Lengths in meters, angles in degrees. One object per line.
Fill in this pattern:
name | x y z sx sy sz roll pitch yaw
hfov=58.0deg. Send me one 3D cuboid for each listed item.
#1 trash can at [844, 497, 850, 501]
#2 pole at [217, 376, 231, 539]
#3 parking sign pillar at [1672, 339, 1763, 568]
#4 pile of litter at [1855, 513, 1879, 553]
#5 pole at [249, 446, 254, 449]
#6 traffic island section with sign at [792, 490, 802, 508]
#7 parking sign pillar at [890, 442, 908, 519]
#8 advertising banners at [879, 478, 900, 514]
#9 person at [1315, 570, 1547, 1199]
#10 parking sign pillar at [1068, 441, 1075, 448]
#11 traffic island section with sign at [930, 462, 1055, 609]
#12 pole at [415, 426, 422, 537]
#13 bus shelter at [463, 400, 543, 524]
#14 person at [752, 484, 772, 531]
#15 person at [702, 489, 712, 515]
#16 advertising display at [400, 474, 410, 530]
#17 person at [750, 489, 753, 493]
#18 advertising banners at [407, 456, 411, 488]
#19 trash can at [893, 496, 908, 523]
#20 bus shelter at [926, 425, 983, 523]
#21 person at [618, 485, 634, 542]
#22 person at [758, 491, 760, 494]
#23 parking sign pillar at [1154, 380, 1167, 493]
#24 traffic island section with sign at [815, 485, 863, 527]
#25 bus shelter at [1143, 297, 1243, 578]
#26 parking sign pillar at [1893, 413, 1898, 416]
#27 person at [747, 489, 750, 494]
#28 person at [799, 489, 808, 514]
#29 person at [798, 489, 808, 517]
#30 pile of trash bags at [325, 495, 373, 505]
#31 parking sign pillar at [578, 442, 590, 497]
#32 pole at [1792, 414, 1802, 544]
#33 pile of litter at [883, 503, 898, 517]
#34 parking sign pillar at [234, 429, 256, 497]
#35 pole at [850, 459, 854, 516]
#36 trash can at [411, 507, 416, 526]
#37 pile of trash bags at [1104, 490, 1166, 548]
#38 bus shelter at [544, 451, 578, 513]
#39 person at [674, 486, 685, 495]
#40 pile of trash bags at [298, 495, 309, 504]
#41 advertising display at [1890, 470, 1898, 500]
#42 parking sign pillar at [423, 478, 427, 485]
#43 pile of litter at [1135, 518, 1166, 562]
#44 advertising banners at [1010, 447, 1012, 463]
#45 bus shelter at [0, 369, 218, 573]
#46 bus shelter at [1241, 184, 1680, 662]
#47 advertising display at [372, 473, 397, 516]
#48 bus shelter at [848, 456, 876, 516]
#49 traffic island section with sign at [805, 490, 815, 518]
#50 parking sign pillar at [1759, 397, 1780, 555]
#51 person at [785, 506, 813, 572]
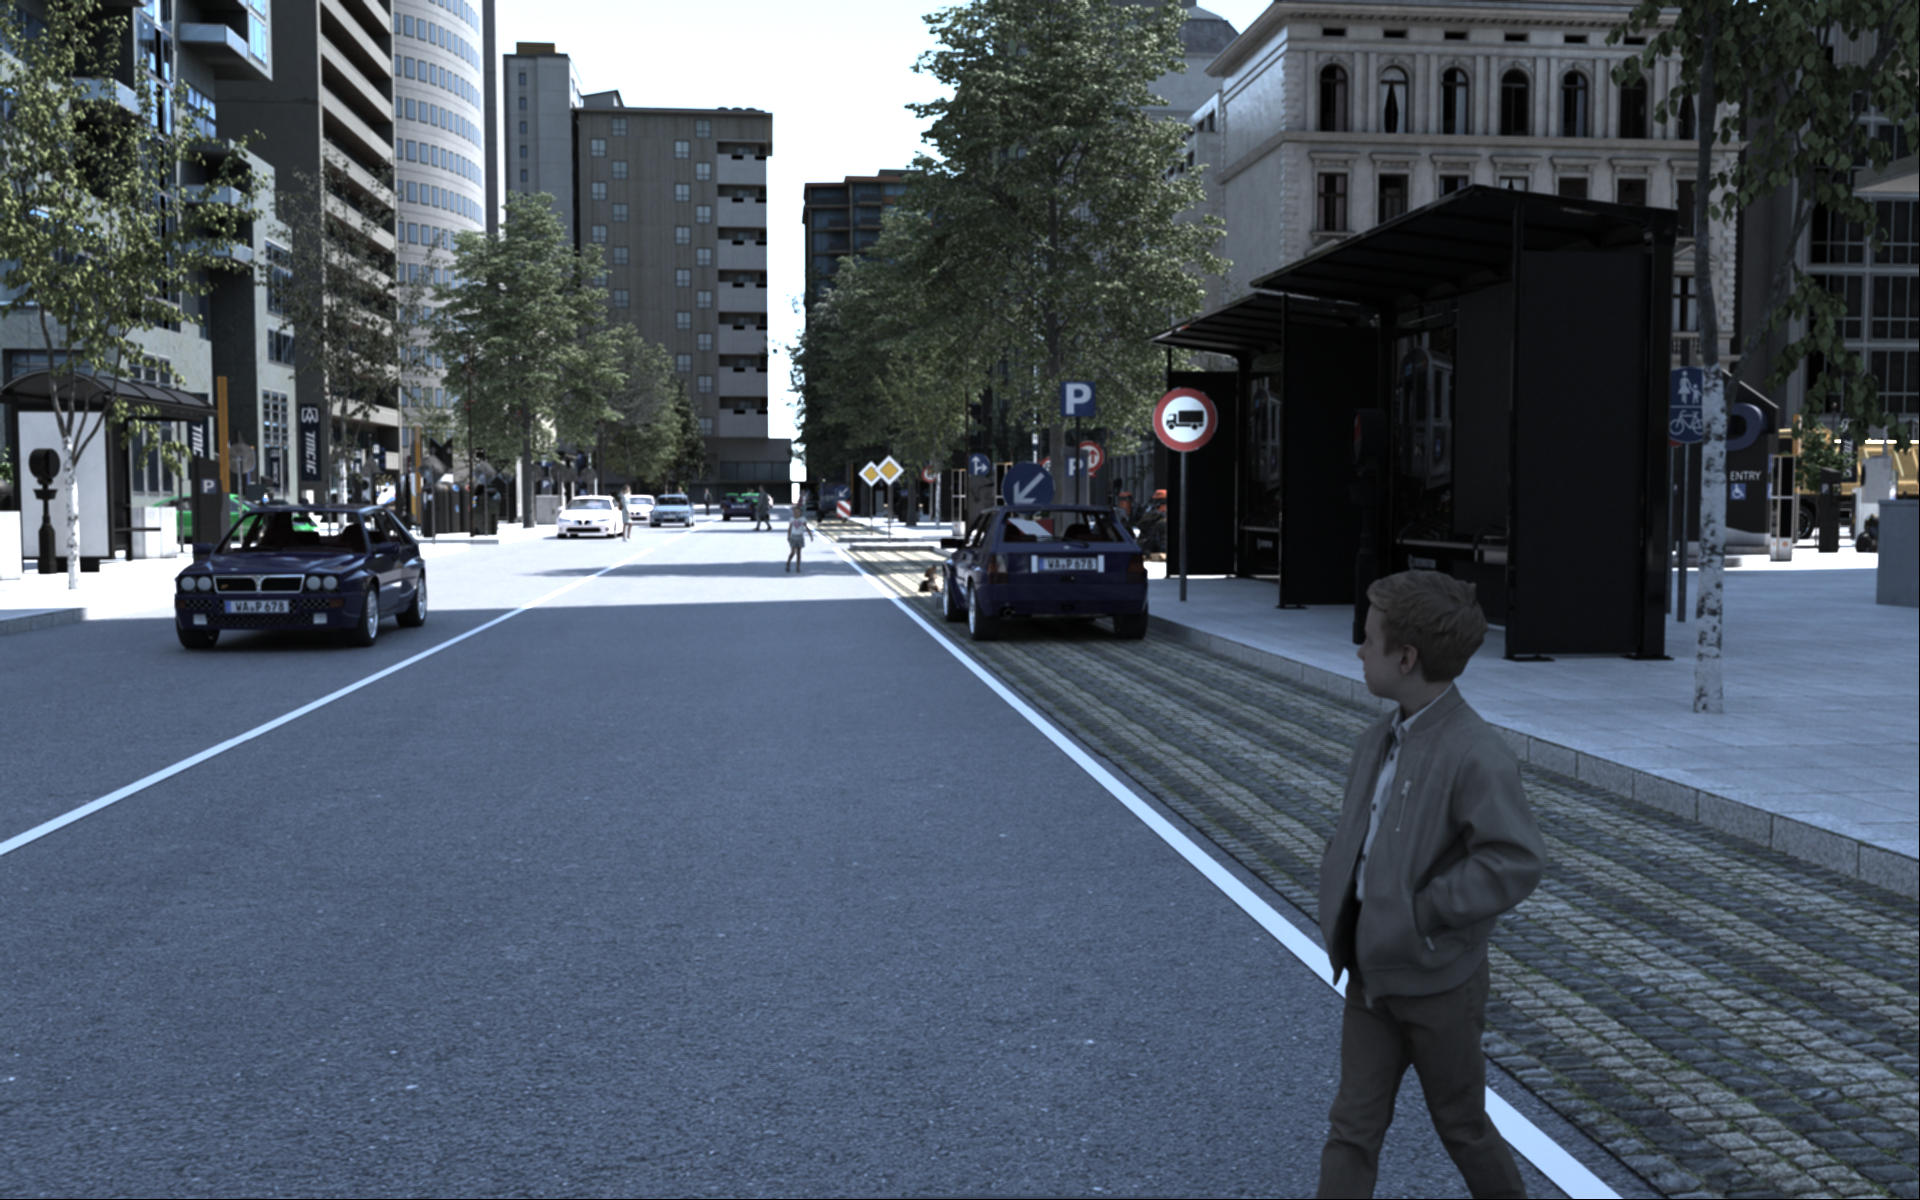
trash can | -8.117 -6.822 123.188 0.748 1.137 0.748 0 3 0
pole | -12.793 -2.219 30.117 0.158 3.312 0.155 0 3 0
parking sign pillar | 13.101 -2.575 30.571 1.447 3.967 1.447 3 5 40
pile of litter | 20.358 -1.471 38.021 1.719 0.858 1.176 -2 4 -29
pole | -30.300 -4.912 74.152 0.158 3.312 0.155 0 3 0
traffic island section with sign | -13.659 -8.856 153.424 1.989 1.847 2.006 0 4 -6
parking sign pillar | -2.873 -6.162 89.225 1.447 3.967 1.447 0 4 -2
advertising banners | -4.379 -6.948 109.789 2.074 3.025 0.090 -3 5 -40
person | 0.800 0.599 2.975 0.640 1.303 0.475 -2 4 -35
parking sign pillar | 5.702 -6.027 87.012 1.447 3.967 1.447 -2 4 -28
traffic island section with sign | 0.651 -0.817 21.987 1.989 1.847 2.006 0 4 -6
pole | -16.236 -3.552 51.919 0.158 3.312 0.155 0 3 0
bus shelter | -20.150 -6.011 75.913 2.179 5.291 8.768 0 4 -6
person | -7.752 -3.617 67.735 0.767 1.812 0.694 1 4 8
person | -17.003 -6.562 116.190 0.661 1.777 0.834 1 4 17
advertising display | -17.833 -3.086 55.673 0.123 1.923 0.974 -2 4 -26
person | -14.186 -6.678 118.025 0.374 1.781 0.599 1 4 13
advertising banners | -25.636 -5.061 78.940 2.074 3.025 0.090 1 4 13
trash can | -2.461 -4.030 77.546 0.748 1.137 0.748 0 3 0
bus shelter | -0.460 -6.400 82.265 2.179 5.291 8.768 0 4 -6
person | -10.055 -2.607 52.121 0.522 1.701 0.512 -1 4 -15
person | -18.611 -9.274 160.794 0.551 1.740 0.621 3 5 42
parking sign pillar | 5.004 -3.253 41.663 1.447 3.967 1.447 1 4 18
traffic island section with sign | -5.302 -4.165 76.720 1.989 1.847 2.006 0 4 -6
bus shelter | 3.960 -1.962 23.359 1.731 3.624 6.357 0 4 -6
parking sign pillar | 31.500 -4.273 58.328 1.447 3.967 1.447 1 4 20
person | -13.675 -6.341 112.408 0.478 1.798 0.641 1 4 11
person | -11.352 -7.158 125.553 0.660 1.820 0.620 -1 4 -13
person | -8.232 -4.970 90.602 0.563 1.720 0.643 -3 4 -36
pile of trash bags | -26.710 -4.092 76.663 3.447 1.369 1.912 2 4 30
parking sign pillar | -18.123 -5.814 83.536 1.447 3.967 1.447 0 4 -7
pole | 21.365 -3.085 44.278 0.158 3.312 0.155 0 3 0
pile of litter | -3.626 -4.933 94.620 1.176 0.858 1.719 0 4 -2
parking sign pillar | -29.673 -5.107 71.978 1.447 3.967 1.447 0 4 -4
pole | -6.345 -6.615 101.994 0.158 3.312 0.155 0 3 0
trash can | -22.075 -3.571 70.047 0.748 1.137 0.748 0 3 0
pile of trash bags | 3.950 -1.683 37.273 1.912 1.369 3.447 1 4 22
bus shelter | -20.486 -6.619 85.858 2.179 5.291 8.768 0 4 -6
person | -14.026 -4.765 86.514 0.694 1.812 0.767 -1 4 -23
pile of trash bags | -37.360 -5.324 96.793 1.912 1.369 3.447 -2 4 -26
advertising display | 24.772 -2.514 46.325 0.974 1.923 0.123 -3 4 -36
parking sign pillar | -38.018 -8.233 123.081 1.447 3.967 1.447 0 4 4
pile of litter | 3.966 -1.161 32.952 1.719 0.858 1.176 1 4 18
advertising banners | 2.005 -4.168 64.342 0.090 3.025 2.074 0 4 -5
bus shelter | -14.938 -2.252 30.744 2.014 3.302 5.546 0 4 -6
bus shelter | 4.399 -1.533 16.340 1.731 3.624 6.357 0 4 -6
advertising display | -17.494 -2.902 52.665 0.123 1.923 0.974 1 4 20
bus shelter | -6.144 -7.061 106.733 1.731 3.624 6.357 0 4 -6
traffic island section with sign | -8.289 -5.832 103.987 1.989 1.847 2.006 0 4 -6
parking sign pillar | 16.723 -2.964 36.935 1.447 3.967 1.447 -2 4 -34
person | -2.959 -1.122 31.856 0.505 1.210 0.382 0 4 -7
